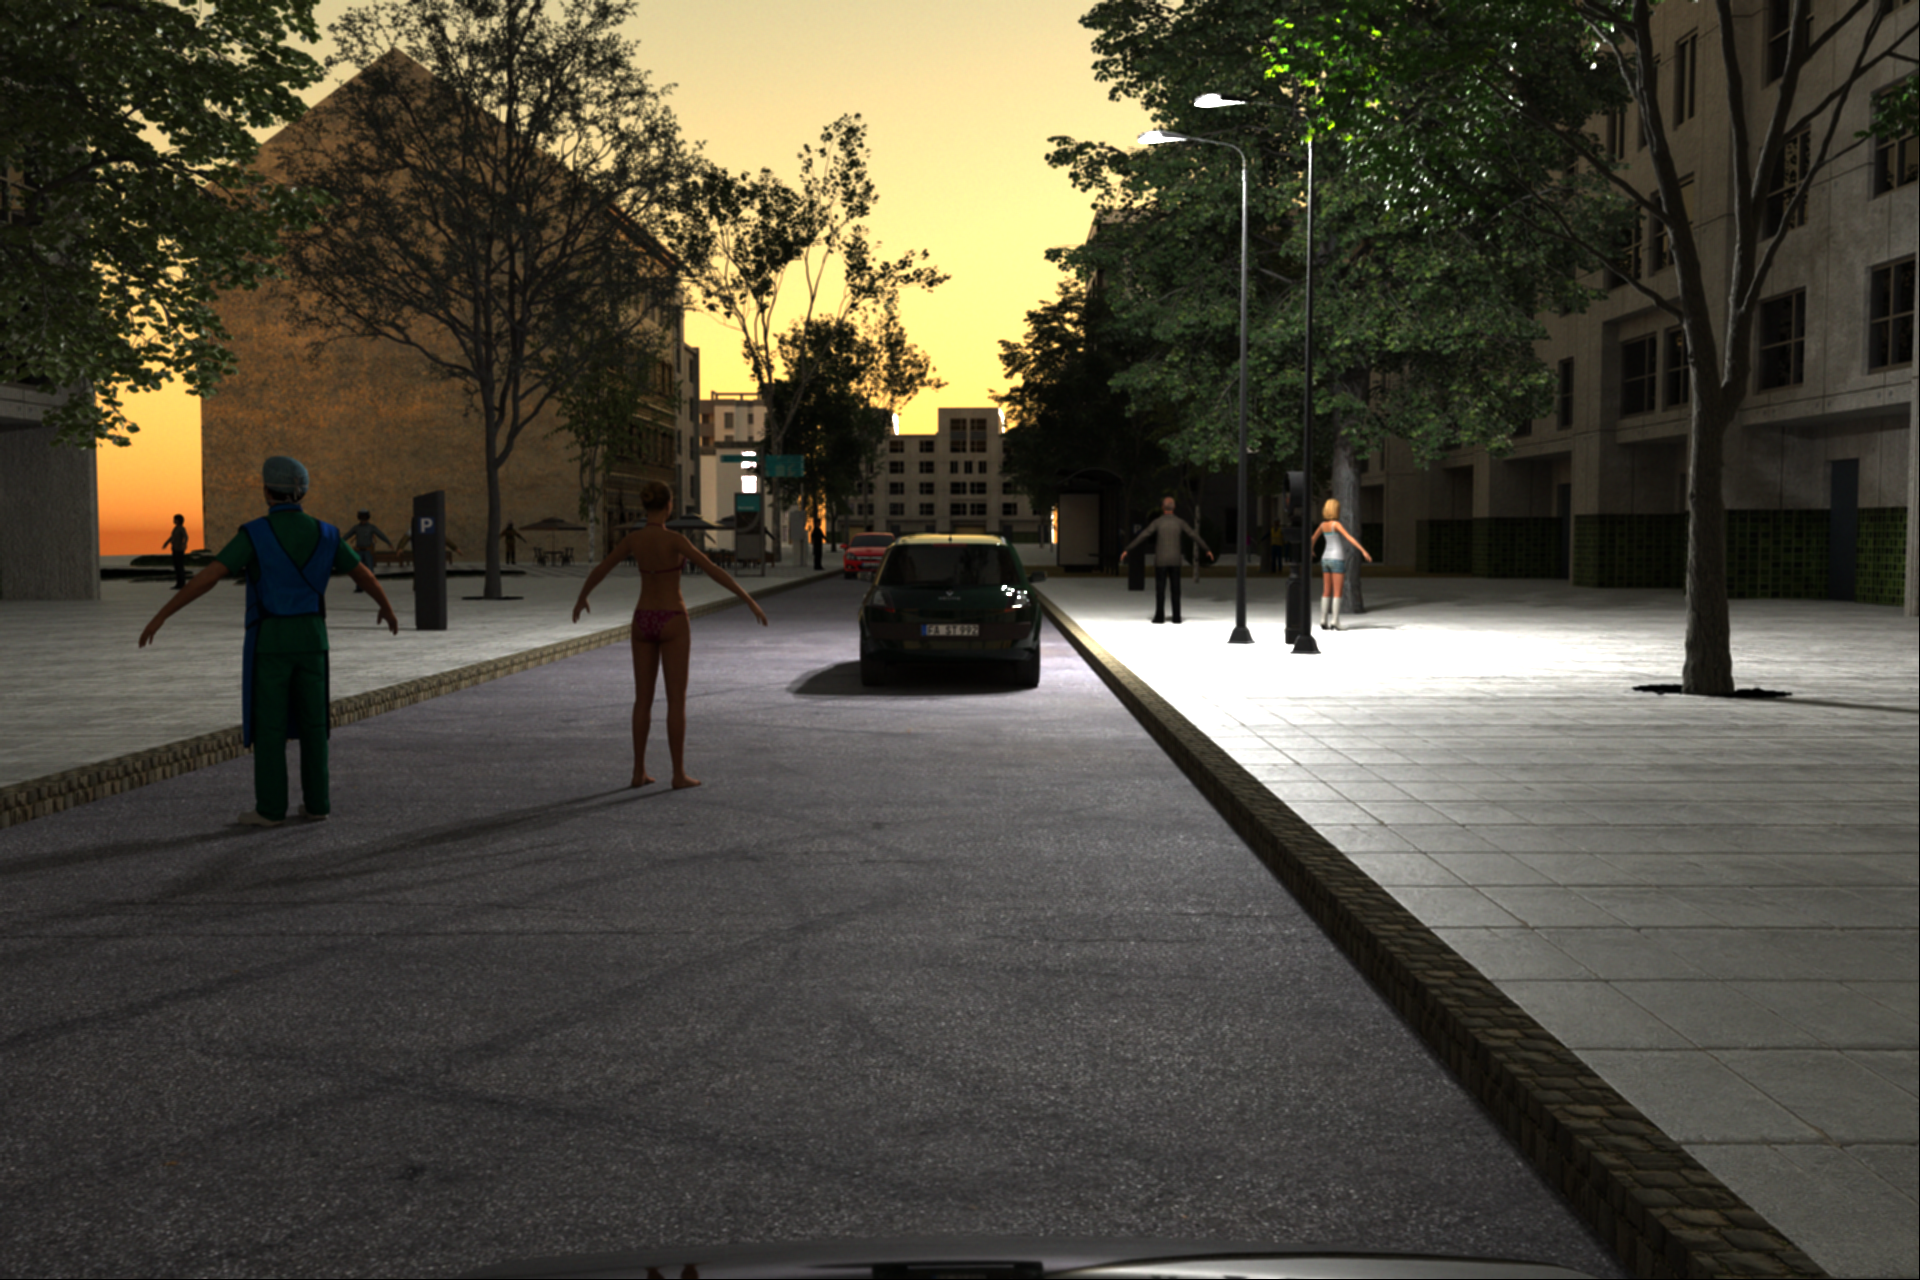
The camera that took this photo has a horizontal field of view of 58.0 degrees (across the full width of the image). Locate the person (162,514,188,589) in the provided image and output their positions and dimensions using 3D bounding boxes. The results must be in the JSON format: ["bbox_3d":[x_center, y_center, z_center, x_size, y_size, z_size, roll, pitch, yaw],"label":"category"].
[{"bbox_3d":[-18.233,-2.048,40.245,1.215,1.744,0.721,3,5,43],"label":"person"}]

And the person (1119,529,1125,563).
[{"bbox_3d":[6.988,-4.354,77.040,1.347,1.847,0.705,0,4,4],"label":"person"}]

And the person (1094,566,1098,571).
[{"bbox_3d":[4.590,-3.300,60.228,1.348,1.796,0.705,1,4,14],"label":"person"}]

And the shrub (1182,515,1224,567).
[{"bbox_3d":[9.357,-3.836,66.767,1.661,2.075,1.752,0,3,0],"label":"shrub"}]

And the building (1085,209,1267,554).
[{"bbox_3d":[22.833,-17.207,125.303,27.936,21.610,32.646,0,4,1],"label":"building"}]

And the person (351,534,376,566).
[{"bbox_3d":[-24.017,-3.899,69.887,1.345,1.843,0.704,2,4,26],"label":"person"}]

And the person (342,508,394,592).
[{"bbox_3d":[-13.077,-1.967,38.007,1.345,1.849,0.704,0,4,-1],"label":"person"}]

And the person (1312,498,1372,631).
[{"bbox_3d":[5.021,-1.005,23.038,0.721,1.753,1.214,-2,4,-28],"label":"person"}]

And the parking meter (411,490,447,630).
[{"bbox_3d":[-7.085,-1.064,23.111,0.399,1.863,0.255,0,4,1],"label":"parking meter"}]

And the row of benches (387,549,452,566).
[{"bbox_3d":[-22.086,-3.399,71.039,1.422,0.672,4.104,1,4,13],"label":"row of benches"}]

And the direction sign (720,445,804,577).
[{"bbox_3d":[-5.922,-3.912,52.722,2.525,3.948,1.411,0,4,2],"label":"direction sign"}]

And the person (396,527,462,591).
[{"bbox_3d":[-8.584,-1.297,27.984,0.721,1.736,1.217,3,4,38],"label":"person"}]

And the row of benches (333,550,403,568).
[{"bbox_3d":[-23.503,-3.143,66.851,4.104,0.672,1.422,-1,4,-12],"label":"row of benches"}]

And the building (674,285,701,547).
[{"bbox_3d":[-28.311,-15.331,117.118,16.747,18.905,31.486,0,3,0],"label":"building"}]

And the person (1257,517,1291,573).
[{"bbox_3d":[10.362,-3.104,56.715,1.349,1.833,0.705,3,5,41],"label":"person"}]

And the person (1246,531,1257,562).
[{"bbox_3d":[13.080,-4.238,78.555,0.991,1.433,0.599,3,4,38],"label":"person"}]

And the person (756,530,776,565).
[{"bbox_3d":[-8.307,-4.049,72.382,1.347,1.806,0.705,1,4,13],"label":"person"}]

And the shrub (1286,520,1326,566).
[{"bbox_3d":[14.065,-4.035,70.387,1.690,2.028,1.600,0,3,0],"label":"shrub"}]

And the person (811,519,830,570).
[{"bbox_3d":[-5.049,-3.429,61.998,0.705,1.837,1.347,2,4,23],"label":"person"}]

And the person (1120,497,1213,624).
[{"bbox_3d":[2.984,-1.143,24.868,1.348,1.807,0.705,0,4,-2],"label":"person"}]

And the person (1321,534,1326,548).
[{"bbox_3d":[16.777,-4.457,79.007,0.704,1.812,1.346,-2,4,-27],"label":"person"}]

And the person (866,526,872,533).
[{"bbox_3d":[-3.230,-3.319,63.442,0.721,1.740,1.216,-2,4,-30],"label":"person"}]

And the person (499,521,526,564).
[{"bbox_3d":[-19.013,-4.128,73.268,1.354,1.858,0.705,-3,5,-41],"label":"person"}]

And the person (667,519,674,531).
[{"bbox_3d":[-10.008,-3.278,59.817,0.704,1.802,1.346,2,4,29],"label":"person"}]

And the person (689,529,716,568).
[{"bbox_3d":[-9.810,-3.629,65.522,1.347,1.806,0.705,2,4,33],"label":"person"}]

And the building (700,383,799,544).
[{"bbox_3d":[-26.451,-22.074,217.333,16.016,20.090,11.380,0,4,0],"label":"building"}]

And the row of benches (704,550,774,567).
[{"bbox_3d":[-8.851,-3.189,67.609,4.104,0.672,1.422,3,4,37],"label":"row of benches"}]

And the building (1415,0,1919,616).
[{"bbox_3d":[23.477,-10.735,41.972,16.747,18.905,31.486,0,4,1],"label":"building"}]

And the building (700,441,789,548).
[{"bbox_3d":[-21.312,-13.987,170.840,9.099,9.664,28.070,0,4,1],"label":"building"}]

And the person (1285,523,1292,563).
[{"bbox_3d":[14.791,-4.354,77.648,1.216,1.772,0.721,-1,4,-22],"label":"person"}]

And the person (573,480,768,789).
[{"bbox_3d":[-1.673,-0.037,9.859,1.217,1.733,0.721,1,4,17],"label":"person"}]

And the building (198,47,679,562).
[{"bbox_3d":[-25.284,-15.708,87.756,19.493,23.208,18.063,0,4,1],"label":"building"}]

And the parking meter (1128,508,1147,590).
[{"bbox_3d":[4.041,-2.063,39.435,0.399,1.863,0.255,0,4,1],"label":"parking meter"}]

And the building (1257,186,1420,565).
[{"bbox_3d":[25.931,-13.457,86.484,16.747,18.905,31.486,0,4,0],"label":"building"}]

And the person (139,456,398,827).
[{"bbox_3d":[-3.357,-0.001,8.600,0.704,1.817,1.347,3,5,40],"label":"person"}]
